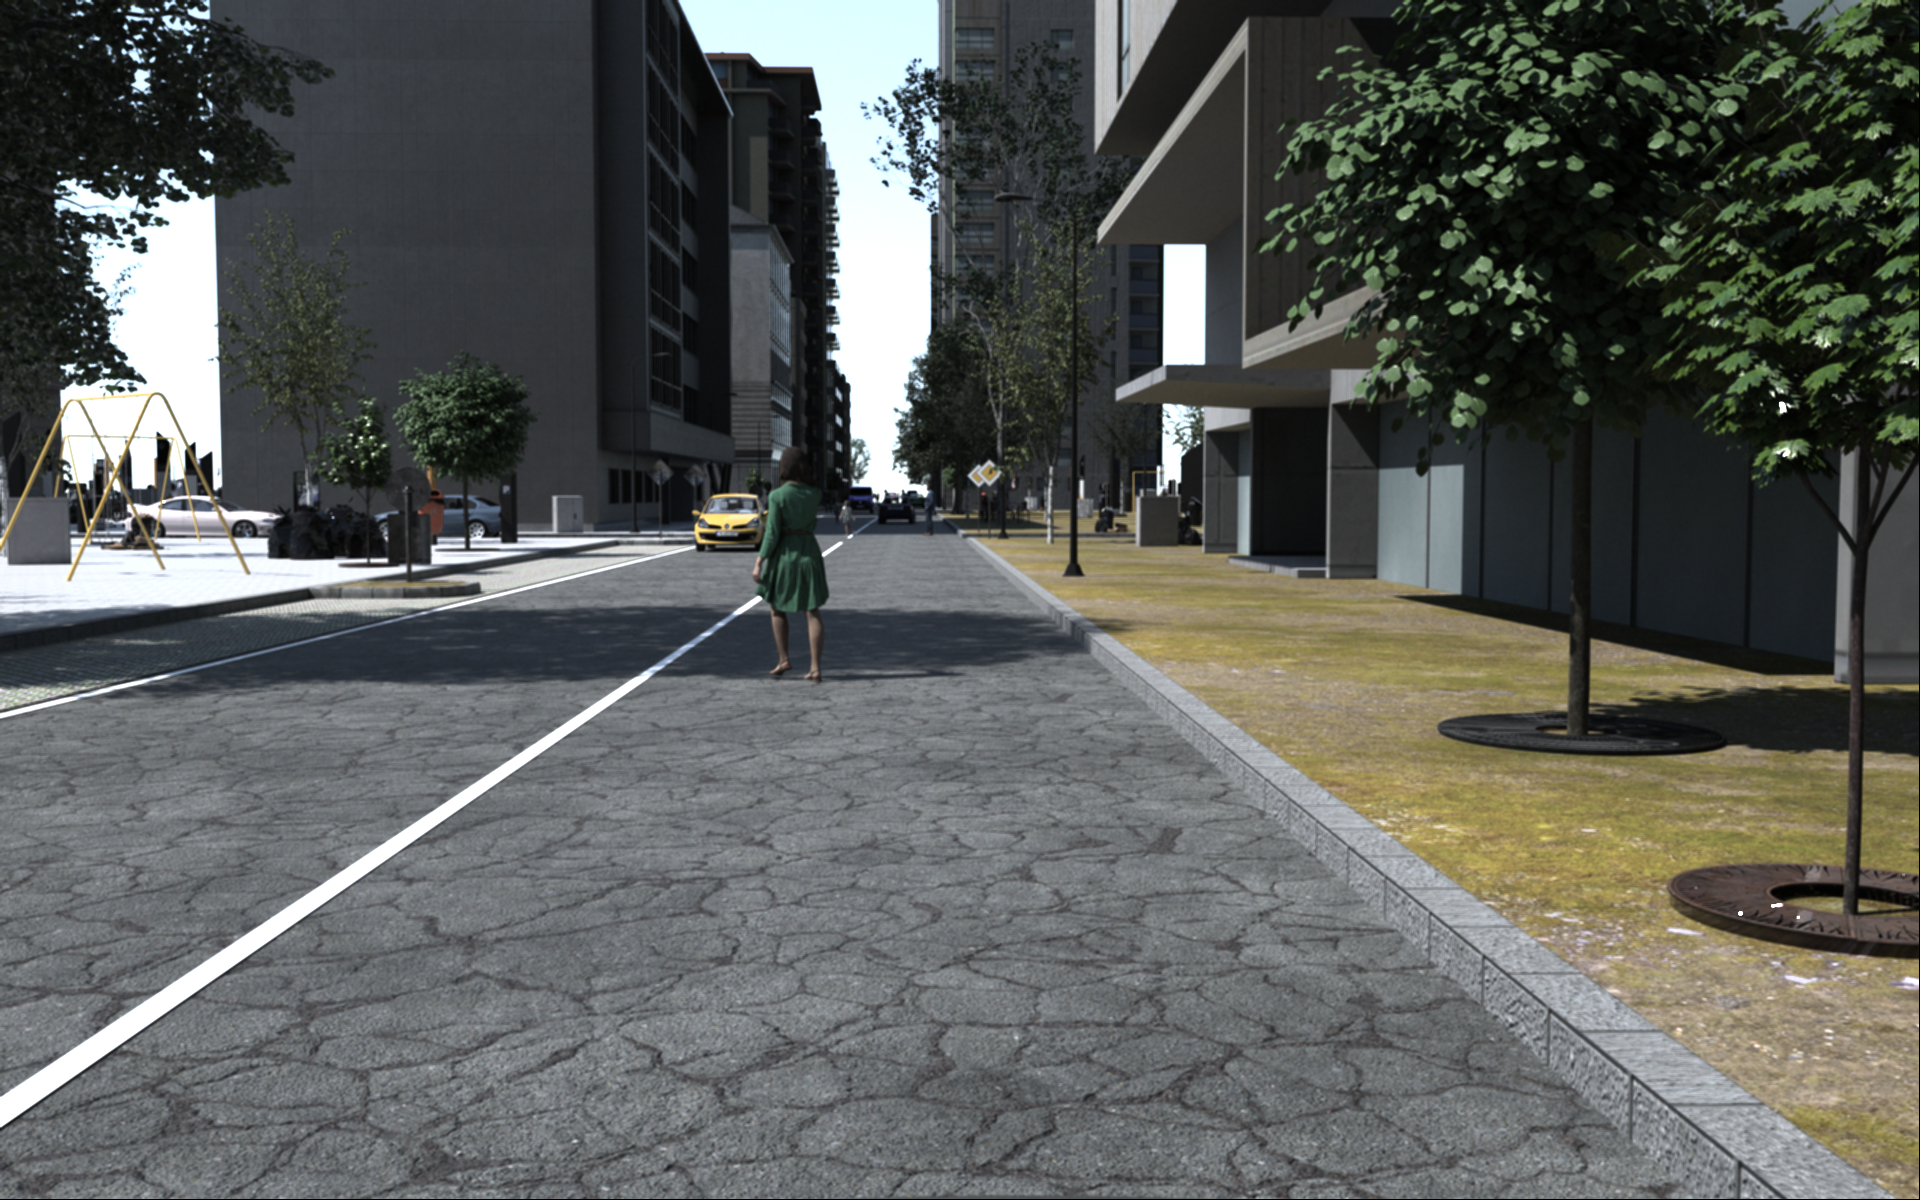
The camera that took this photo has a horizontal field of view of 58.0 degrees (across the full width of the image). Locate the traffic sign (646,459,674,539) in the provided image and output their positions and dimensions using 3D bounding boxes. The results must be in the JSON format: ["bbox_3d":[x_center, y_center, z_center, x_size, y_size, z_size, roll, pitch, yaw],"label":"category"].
[{"bbox_3d":[-8.550,-2.801,49.431,0.795,2.450,0.064,0,4,-2],"label":"traffic sign"}]

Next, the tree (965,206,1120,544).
[{"bbox_3d":[2.293,-5.779,44.853,4.737,8.622,4.395,0,3,0],"label":"tree"}]

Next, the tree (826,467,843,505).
[{"bbox_3d":[-15.573,-13.775,208.926,4.285,4.588,4.351,0,3,0],"label":"tree"}]

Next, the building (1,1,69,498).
[{"bbox_3d":[-47.051,-16.825,62.482,23.554,28.519,14.401,0,4,-2],"label":"building"}]

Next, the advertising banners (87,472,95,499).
[{"bbox_3d":[-64.798,-8.092,128.498,2.074,3.025,0.090,-3,5,-44],"label":"advertising banners"}]

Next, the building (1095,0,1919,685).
[{"bbox_3d":[16.670,-26.594,24.057,28.713,52.752,27.495,0,4,-2],"label":"building"}]

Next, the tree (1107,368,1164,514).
[{"bbox_3d":[9.793,-9.272,101.959,4.360,8.622,3.978,0,3,0],"label":"tree"}]

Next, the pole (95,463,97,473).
[{"bbox_3d":[-57.365,-7.418,115.126,0.158,3.312,0.155,0,3,0],"label":"pole"}]

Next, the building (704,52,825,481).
[{"bbox_3d":[-25.234,-31.824,174.947,22.147,44.769,28.867,0,4,-2],"label":"building"}]

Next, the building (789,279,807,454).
[{"bbox_3d":[-27.695,-18.445,146.615,27.650,21.520,28.899,0,4,-2],"label":"building"}]

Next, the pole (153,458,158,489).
[{"bbox_3d":[-44.922,-6.297,96.806,0.158,3.312,0.155,0,3,0],"label":"pole"}]

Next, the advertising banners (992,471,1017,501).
[{"bbox_3d":[3.382,-8.254,131.142,2.074,3.025,0.090,2,4,26],"label":"advertising banners"}]

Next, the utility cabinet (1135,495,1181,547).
[{"bbox_3d":[4.824,-1.912,42.422,1.020,1.237,0.306,-1,4,-17],"label":"utility cabinet"}]

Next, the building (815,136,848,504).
[{"bbox_3d":[-27.308,-37.397,231.049,23.786,49.044,30.456,0,4,-2],"label":"building"}]

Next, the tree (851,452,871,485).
[{"bbox_3d":[-16.799,-20.160,279.978,4.737,8.622,4.395,0,3,0],"label":"tree"}]

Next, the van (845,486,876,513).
[{"bbox_3d":[-7.413,-7.668,129.754,2.240,2.365,5.245,0,4,-2],"label":"van"}]

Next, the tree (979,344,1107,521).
[{"bbox_3d":[3.975,-8.132,83.317,4.360,8.622,3.978,0,3,0],"label":"tree"}]

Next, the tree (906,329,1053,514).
[{"bbox_3d":[1.201,-9.963,97.313,8.767,10.594,7.601,0,4,-1],"label":"tree"}]

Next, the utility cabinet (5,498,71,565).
[{"bbox_3d":[-16.829,-1.252,31.624,1.020,1.237,0.306,-2,4,-32],"label":"utility cabinet"}]

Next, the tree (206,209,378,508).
[{"bbox_3d":[-16.921,-5.765,44.613,4.737,8.622,4.395,0,3,0],"label":"tree"}]

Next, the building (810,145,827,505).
[{"bbox_3d":[-22.698,-31.419,197.292,14.154,41.232,14.086,0,4,-2],"label":"building"}]

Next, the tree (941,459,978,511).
[{"bbox_3d":[0.121,-9.250,134.949,4.285,4.588,4.351,0,3,0],"label":"tree"}]

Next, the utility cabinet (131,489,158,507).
[{"bbox_3d":[-32.410,-3.699,69.155,1.173,1.500,0.318,0,4,-3],"label":"utility cabinet"}]

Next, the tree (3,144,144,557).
[{"bbox_3d":[-19.121,-5.171,34.914,4.360,8.622,3.978,0,3,0],"label":"tree"}]

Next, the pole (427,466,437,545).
[{"bbox_3d":[-13.258,-3.034,43.452,0.158,3.312,0.155,0,3,0],"label":"pole"}]

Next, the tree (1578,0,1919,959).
[{"bbox_3d":[2.679,-0.639,5.048,1.663,3.219,1.824,0,3,0],"label":"tree"}]

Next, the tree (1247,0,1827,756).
[{"bbox_3d":[3.230,-1.554,9.121,4.285,4.588,4.351,0,3,0],"label":"tree"}]

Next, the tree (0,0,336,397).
[{"bbox_3d":[-10.219,-6.629,15.044,9.857,13.997,8.962,0,3,0],"label":"tree"}]

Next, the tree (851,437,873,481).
[{"bbox_3d":[-18.316,-22.376,291.602,9.928,11.665,9.643,0,3,0],"label":"tree"}]

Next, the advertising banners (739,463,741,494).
[{"bbox_3d":[-11.046,-5.544,86.826,0.090,3.025,2.074,0,4,-8],"label":"advertising banners"}]

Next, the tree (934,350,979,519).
[{"bbox_3d":[0.534,-8.485,89.085,4.360,8.622,3.978,0,3,0],"label":"tree"}]

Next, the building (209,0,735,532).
[{"bbox_3d":[-18.069,-15.489,72.309,14.314,24.678,30.058,0,4,-2],"label":"building"}]

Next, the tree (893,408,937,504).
[{"bbox_3d":[-3.307,-19.012,217.504,9.857,13.997,8.962,0,3,0],"label":"tree"}]

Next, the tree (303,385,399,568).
[{"bbox_3d":[-10.470,-2.210,30.739,1.663,3.219,1.824,0,3,0],"label":"tree"}]

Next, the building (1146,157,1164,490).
[{"bbox_3d":[8.733,-38.110,165.091,21.231,58.520,28.212,0,4,-2],"label":"building"}]

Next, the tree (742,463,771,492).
[{"bbox_3d":[-13.039,-7.026,109.474,1.663,3.219,1.824,0,3,0],"label":"tree"}]

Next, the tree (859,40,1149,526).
[{"bbox_3d":[3.069,-13.132,70.599,12.611,20.169,13.585,0,3,0],"label":"tree"}]

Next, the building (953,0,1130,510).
[{"bbox_3d":[6.410,-28.151,143.859,14.154,41.232,14.086,0,4,-2],"label":"building"}]

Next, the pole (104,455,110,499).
[{"bbox_3d":[-45.036,-5.971,91.465,0.158,3.312,0.155,0,3,0],"label":"pole"}]

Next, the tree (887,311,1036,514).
[{"bbox_3d":[-0.049,-11.742,108.988,9.611,12.733,9.660,0,3,0],"label":"tree"}]

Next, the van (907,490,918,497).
[{"bbox_3d":[-7.817,-17.035,282.904,2.240,2.365,5.245,0,4,-2],"label":"van"}]

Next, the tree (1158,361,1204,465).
[{"bbox_3d":[13.098,-8.858,95.186,4.737,8.622,4.395,0,3,0],"label":"tree"}]

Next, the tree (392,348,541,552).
[{"bbox_3d":[-11.142,-3.399,39.289,4.285,4.588,4.351,0,3,0],"label":"tree"}]

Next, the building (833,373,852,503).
[{"bbox_3d":[-30.770,-25.492,261.826,27.650,21.520,28.899,0,4,-2],"label":"building"}]

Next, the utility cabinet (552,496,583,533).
[{"bbox_3d":[-12.932,-2.813,57.150,0.306,1.237,1.020,3,5,42],"label":"utility cabinet"}]

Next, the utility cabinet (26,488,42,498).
[{"bbox_3d":[-33.849,-3.308,62.769,1.173,1.500,0.318,1,4,16],"label":"utility cabinet"}]

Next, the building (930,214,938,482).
[{"bbox_3d":[2.673,-34.900,254.202,14.154,41.232,14.086,0,4,-2],"label":"building"}]

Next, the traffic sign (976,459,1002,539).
[{"bbox_3d":[0.842,-2.815,49.665,0.795,2.450,0.064,0,4,-2],"label":"traffic sign"}]

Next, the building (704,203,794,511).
[{"bbox_3d":[-17.021,-16.576,120.171,9.793,20.994,18.267,0,4,-2],"label":"building"}]

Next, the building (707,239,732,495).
[{"bbox_3d":[-21.334,-14.011,96.540,16.820,18.784,16.811,0,4,-2],"label":"building"}]
